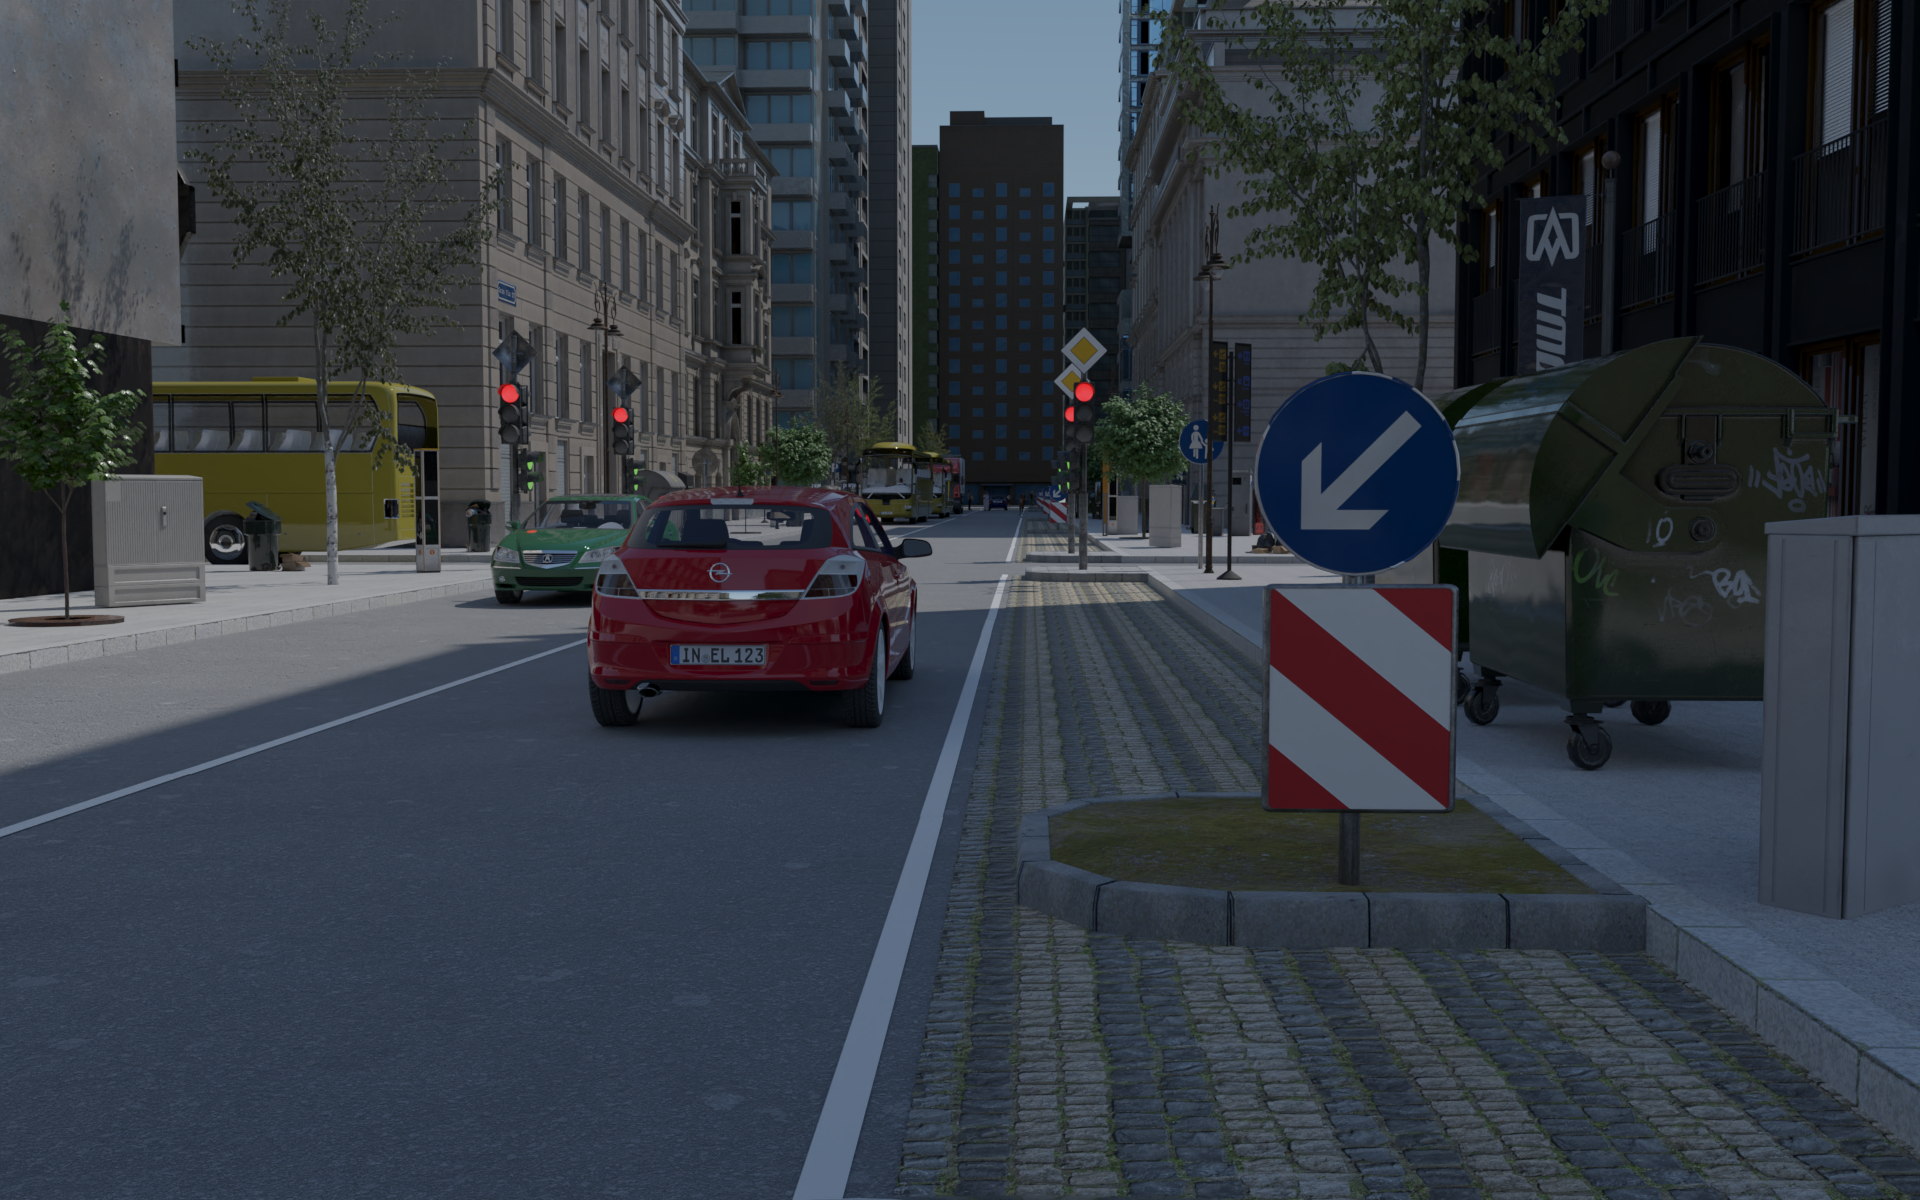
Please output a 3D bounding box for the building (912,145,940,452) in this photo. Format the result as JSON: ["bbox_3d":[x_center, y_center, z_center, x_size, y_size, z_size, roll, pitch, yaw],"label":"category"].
[{"bbox_3d":[-9.133,-31.947,205.923,14.086,41.232,14.154,0,4,2],"label":"building"}]

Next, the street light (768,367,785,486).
[{"bbox_3d":[-6.688,-5.531,63.216,0.468,5.910,1.993,0,4,2],"label":"street light"}]

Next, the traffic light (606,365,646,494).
[{"bbox_3d":[-7.270,-2.977,37.599,0.839,4.253,0.868,0,4,2],"label":"traffic light"}]

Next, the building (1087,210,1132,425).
[{"bbox_3d":[19.959,-24.839,177.816,14.160,30.474,14.107,0,4,2],"label":"building"}]

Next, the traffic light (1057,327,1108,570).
[{"bbox_3d":[2.068,-2.467,29.256,0.839,4.253,0.868,0,4,2],"label":"traffic light"}]

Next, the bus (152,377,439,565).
[{"bbox_3d":[-16.638,-2.593,33.942,12.252,3.916,2.896,0,4,2],"label":"bus"}]

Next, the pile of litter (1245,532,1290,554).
[{"bbox_3d":[7.065,-1.437,37.468,1.719,0.858,1.176,1,4,16],"label":"pile of litter"}]

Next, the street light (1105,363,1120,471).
[{"bbox_3d":[5.368,-5.389,60.905,0.468,5.910,1.993,0,4,2],"label":"street light"}]

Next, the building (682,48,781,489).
[{"bbox_3d":[-16.537,-16.108,82.456,14.460,24.649,34.723,0,4,2],"label":"building"}]

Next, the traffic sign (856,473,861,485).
[{"bbox_3d":[-5.680,-6.181,101.163,0.768,2.556,0.104,1,4,8],"label":"traffic sign"}]

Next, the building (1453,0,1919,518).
[{"bbox_3d":[13.316,-11.494,17.605,12.332,23.373,15.834,0,4,2],"label":"building"}]

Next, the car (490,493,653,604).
[{"bbox_3d":[-5.095,-0.755,24.142,2.131,1.459,4.920,0,4,2],"label":"car"}]

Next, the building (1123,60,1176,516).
[{"bbox_3d":[16.232,-18.470,99.240,12.463,27.353,25.104,0,4,2],"label":"building"}]

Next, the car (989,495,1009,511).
[{"bbox_3d":[3.293,-8.511,151.729,1.945,1.354,3.894,0,4,0],"label":"car"}]

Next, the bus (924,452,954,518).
[{"bbox_3d":[-1.934,-6.942,105.045,2.896,3.916,12.252,0,4,2],"label":"bus"}]

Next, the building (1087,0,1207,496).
[{"bbox_3d":[22.994,-51.424,153.456,22.319,86.520,31.000,0,4,2],"label":"building"}]

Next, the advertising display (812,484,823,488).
[{"bbox_3d":[-8.816,-6.165,106.017,0.974,1.923,0.123,3,4,36],"label":"advertising display"}]

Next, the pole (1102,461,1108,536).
[{"bbox_3d":[4.424,-3.598,52.673,0.158,3.312,0.155,0,3,0],"label":"pole"}]

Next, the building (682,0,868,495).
[{"bbox_3d":[-18.686,-31.086,127.872,23.786,49.044,30.456,0,4,2],"label":"building"}]

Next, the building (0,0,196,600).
[{"bbox_3d":[-20.009,-9.291,19.353,16.811,18.784,16.820,0,4,2],"label":"building"}]

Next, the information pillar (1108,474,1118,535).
[{"bbox_3d":[4.774,-3.047,54.308,0.304,2.012,0.304,0,4,-3],"label":"information pillar"}]

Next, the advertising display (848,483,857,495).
[{"bbox_3d":[-6.403,-5.828,100.502,0.974,1.923,0.123,-3,5,-41],"label":"advertising display"}]

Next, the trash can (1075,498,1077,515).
[{"bbox_3d":[6.959,-5.472,101.115,0.748,1.137,0.748,0,3,0],"label":"trash can"}]

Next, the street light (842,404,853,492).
[{"bbox_3d":[-5.757,-7.082,88.571,0.468,5.910,1.993,0,4,2],"label":"street light"}]

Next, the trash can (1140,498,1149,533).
[{"bbox_3d":[6.312,-2.787,57.223,0.748,1.137,0.748,0,3,0],"label":"trash can"}]

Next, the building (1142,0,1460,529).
[{"bbox_3d":[15.304,-14.252,74.816,13.314,21.916,24.055,0,4,2],"label":"building"}]

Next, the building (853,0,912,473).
[{"bbox_3d":[-15.694,-45.049,174.801,20.611,71.187,20.563,0,4,2],"label":"building"}]

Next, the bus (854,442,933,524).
[{"bbox_3d":[-3.042,-5.757,85.680,2.896,3.916,12.252,0,4,4],"label":"bus"}]

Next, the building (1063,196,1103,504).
[{"bbox_3d":[24.412,-31.874,213.023,23.993,40.220,32.217,0,4,2],"label":"building"}]

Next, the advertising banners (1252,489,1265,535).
[{"bbox_3d":[9.316,-3.539,54.055,2.074,3.025,0.090,-2,4,-32],"label":"advertising banners"}]

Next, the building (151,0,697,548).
[{"bbox_3d":[-16.334,-15.610,52.486,12.463,27.353,25.104,0,4,2],"label":"building"}]

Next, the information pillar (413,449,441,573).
[{"bbox_3d":[-8.665,-1.449,28.182,0.304,2.012,0.304,-3,5,-42],"label":"information pillar"}]

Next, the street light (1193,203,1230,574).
[{"bbox_3d":[4.030,-3.369,27.872,0.468,5.910,1.993,0,4,2],"label":"street light"}]

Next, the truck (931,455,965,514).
[{"bbox_3d":[-1.024,-8.361,125.622,2.839,4.237,11.283,0,4,2],"label":"truck"}]

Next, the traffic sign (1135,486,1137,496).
[{"bbox_3d":[5.616,-3.374,55.271,0.768,2.556,0.104,1,4,10],"label":"traffic sign"}]

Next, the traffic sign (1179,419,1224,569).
[{"bbox_3d":[4.120,-1.804,29.608,0.768,2.556,0.104,0,4,8],"label":"traffic sign"}]

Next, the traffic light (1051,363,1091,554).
[{"bbox_3d":[2.384,-2.955,37.235,0.839,4.253,0.868,0,4,2],"label":"traffic light"}]

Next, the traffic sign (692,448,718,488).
[{"bbox_3d":[-7.131,-2.954,48.398,0.768,2.556,0.104,1,4,8],"label":"traffic sign"}]

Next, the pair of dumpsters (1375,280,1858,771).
[{"bbox_3d":[3.412,-0.457,9.963,1.574,2.255,4.437,0,4,2],"label":"pair of dumpsters"}]

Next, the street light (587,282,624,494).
[{"bbox_3d":[-7.715,-3.980,37.865,0.468,5.910,1.993,0,4,2],"label":"street light"}]

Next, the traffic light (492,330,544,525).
[{"bbox_3d":[-7.586,-2.489,29.620,0.839,4.253,0.868,0,4,2],"label":"traffic light"}]

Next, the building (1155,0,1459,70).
[{"bbox_3d":[27.403,-26.620,127.120,32.217,40.220,23.993,0,4,2],"label":"building"}]

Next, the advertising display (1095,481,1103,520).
[{"bbox_3d":[6.971,-5.002,86.995,0.123,1.923,0.974,-1,4,-13],"label":"advertising display"}]

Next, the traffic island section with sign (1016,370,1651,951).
[{"bbox_3d":[1.207,0.138,6.379,1.989,1.847,2.006,0,4,2],"label":"traffic island section with sign"}]

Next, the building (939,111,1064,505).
[{"bbox_3d":[5.013,-33.975,205.607,14.200,45.320,14.600,0,4,2],"label":"building"}]

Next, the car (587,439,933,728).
[{"bbox_3d":[-1.296,-0.189,12.138,2.155,1.783,4.494,0,4,2],"label":"car"}]
